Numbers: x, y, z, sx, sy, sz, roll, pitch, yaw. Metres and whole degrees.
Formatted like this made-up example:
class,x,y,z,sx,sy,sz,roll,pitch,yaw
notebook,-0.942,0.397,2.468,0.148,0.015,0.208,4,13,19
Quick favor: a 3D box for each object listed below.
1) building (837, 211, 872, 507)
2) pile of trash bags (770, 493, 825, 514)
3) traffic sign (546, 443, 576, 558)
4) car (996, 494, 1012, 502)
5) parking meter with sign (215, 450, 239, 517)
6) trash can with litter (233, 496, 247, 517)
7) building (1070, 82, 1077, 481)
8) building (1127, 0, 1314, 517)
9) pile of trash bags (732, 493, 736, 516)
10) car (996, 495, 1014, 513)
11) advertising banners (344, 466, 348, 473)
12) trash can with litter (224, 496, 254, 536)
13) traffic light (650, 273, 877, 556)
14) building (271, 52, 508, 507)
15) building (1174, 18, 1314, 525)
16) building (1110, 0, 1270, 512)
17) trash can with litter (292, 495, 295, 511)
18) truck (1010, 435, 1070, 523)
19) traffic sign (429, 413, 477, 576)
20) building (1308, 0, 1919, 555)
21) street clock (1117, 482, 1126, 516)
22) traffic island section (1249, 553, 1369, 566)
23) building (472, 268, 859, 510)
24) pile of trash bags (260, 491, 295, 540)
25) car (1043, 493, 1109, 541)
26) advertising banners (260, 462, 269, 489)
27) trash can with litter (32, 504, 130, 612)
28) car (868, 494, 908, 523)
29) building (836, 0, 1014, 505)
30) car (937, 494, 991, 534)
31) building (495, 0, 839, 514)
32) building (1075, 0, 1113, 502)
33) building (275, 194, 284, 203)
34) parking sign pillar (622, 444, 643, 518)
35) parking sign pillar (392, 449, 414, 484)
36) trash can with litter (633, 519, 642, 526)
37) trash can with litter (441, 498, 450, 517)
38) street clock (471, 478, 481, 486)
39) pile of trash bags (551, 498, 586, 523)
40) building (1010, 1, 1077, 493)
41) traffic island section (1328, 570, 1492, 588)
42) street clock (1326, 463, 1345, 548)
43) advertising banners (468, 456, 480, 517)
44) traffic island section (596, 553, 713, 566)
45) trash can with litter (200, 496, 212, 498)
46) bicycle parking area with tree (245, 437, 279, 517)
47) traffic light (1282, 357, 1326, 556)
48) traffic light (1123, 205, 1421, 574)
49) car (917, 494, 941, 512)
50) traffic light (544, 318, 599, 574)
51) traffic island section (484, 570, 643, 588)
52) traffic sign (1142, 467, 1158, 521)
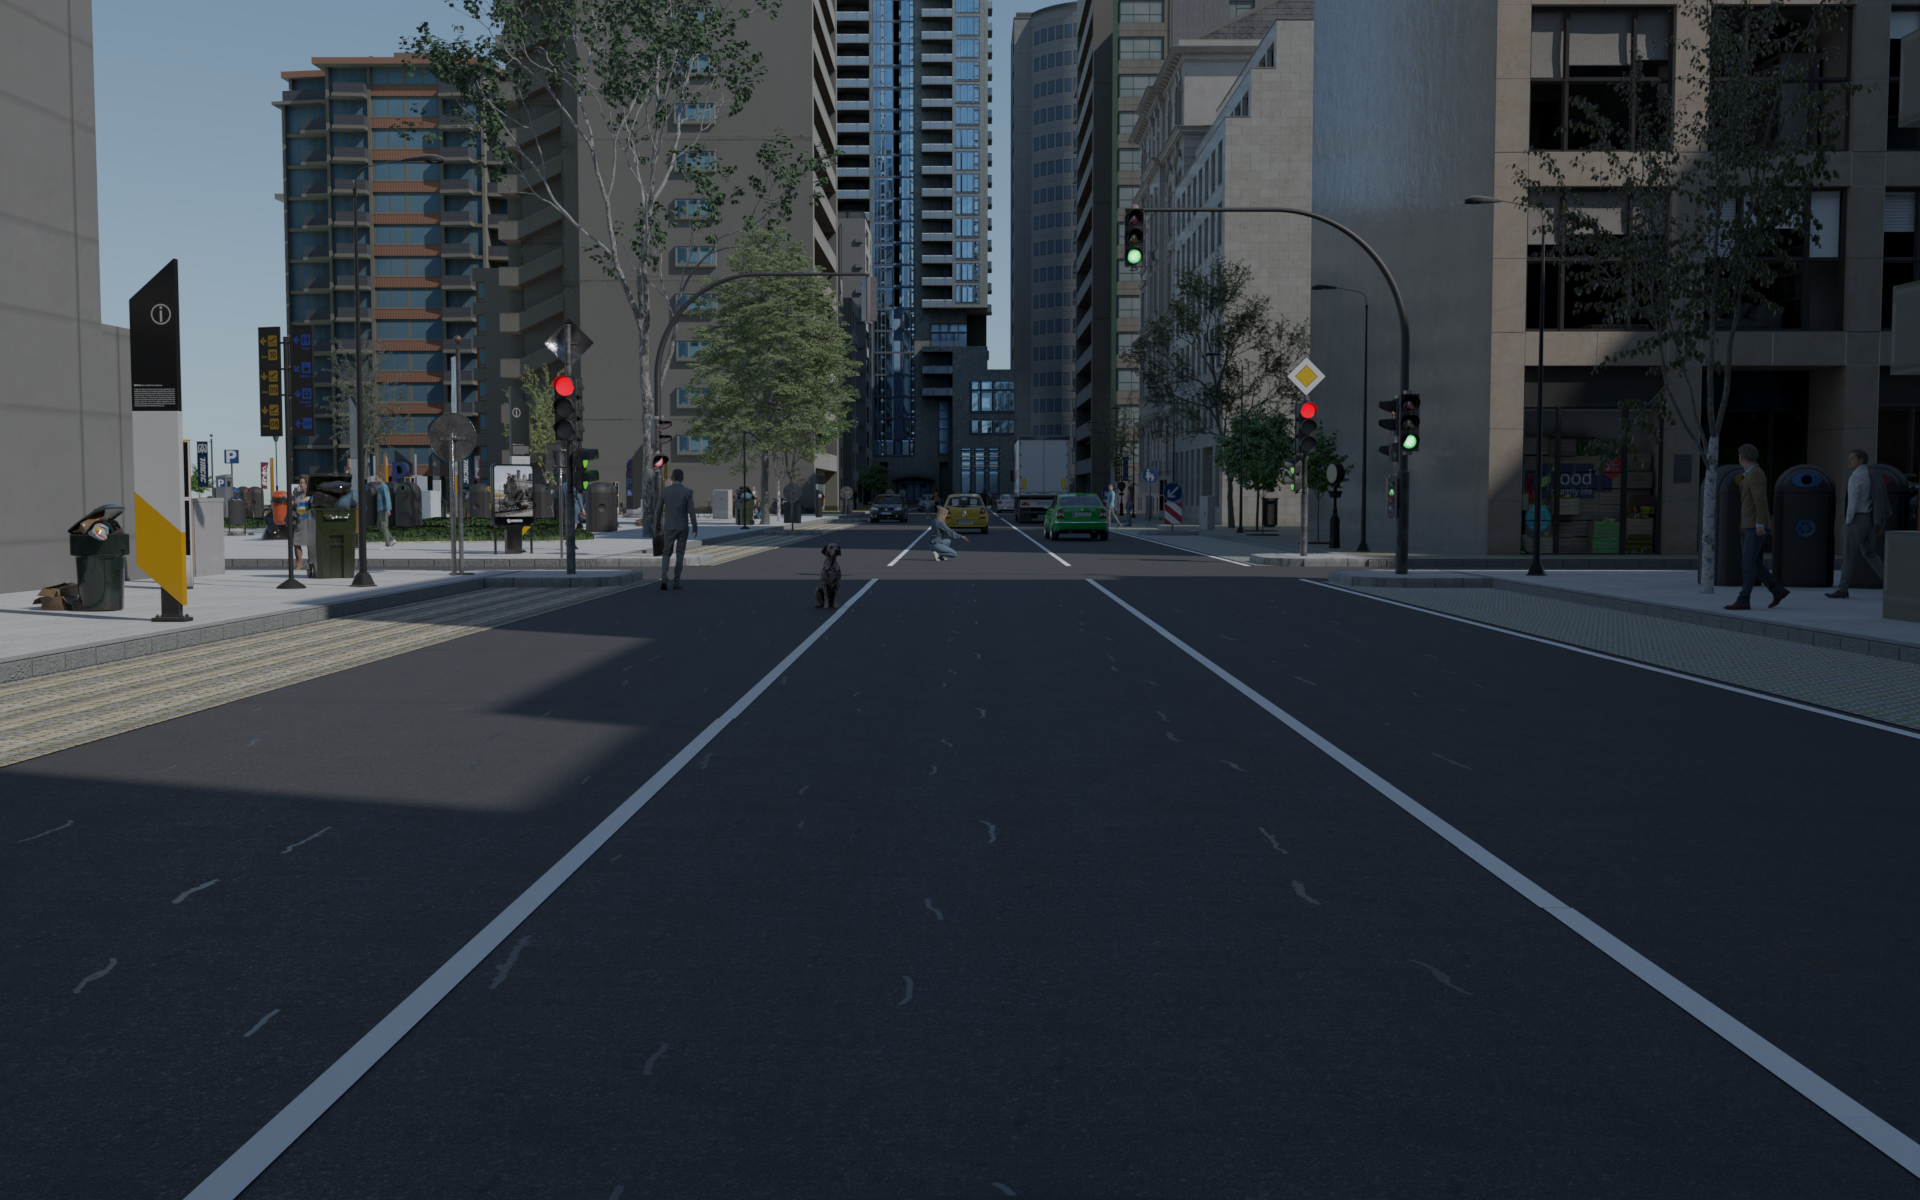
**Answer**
class,x,y,z,sx,sy,sz,roll,pitch,yaw
building,-16.198,-24.886,178.593,14.107,30.474,14.160,0,4,0
pile of trash bags,-10.294,-6.134,110.045,3.447,1.369,1.912,-1,4,-14
traffic sign,-7.977,-1.988,34.629,0.606,2.300,0.079,0,4,6
car,4.104,-8.375,148.932,2.014,1.417,4.499,0,3,0
parking meter with sign,-28.559,-4.337,67.179,0.543,3.016,1.738,0,4,-1
trash can with litter,-34.870,-4.441,84.005,1.055,1.170,0.624,2,4,34
building,22.478,-31.571,170.810,22.147,44.769,28.867,0,4,0
building,17.401,-19.014,98.262,14.401,28.519,23.554,0,4,0
pile of trash bags,-13.486,-5.632,101.830,1.912,1.369,3.447,-1,4,-9
car,3.740,-7.241,130.752,2.083,1.381,4.827,0,4,2
advertising banners,-38.882,-6.850,108.184,0.090,3.025,2.074,3,5,40
trash can with litter,-22.687,-2.584,53.305,1.678,1.210,2.233,3,5,43
traffic light,-4.097,-3.731,35.676,4.771,5.953,1.251,0,4,0
building,-51.833,-31.821,174.892,28.867,44.769,22.147,0,4,0
building,15.894,-13.676,78.349,10.420,20.320,16.860,0,4,0
building,17.994,-27.109,126.821,14.154,41.232,14.086,0,4,0
trash can with litter,-39.634,-5.597,102.570,1.678,1.210,2.233,-1,4,-15
truck,4.046,-6.074,88.226,2.839,4.237,11.283,0,4,1
traffic sign,-7.944,-1.652,27.117,0.768,2.556,0.104,0,4,6
building,28.116,-14.715,45.112,34.151,26.468,19.350,0,4,0
street clock,9.428,-5.905,101.119,0.471,2.002,0.358,-2,4,-27
traffic island section,7.112,-0.822,35.728,2.009,0.180,2.903,0,4,0
building,-23.359,-18.470,147.029,27.650,21.520,28.899,0,4,0
pile of trash bags,-18.752,-2.383,48.717,1.912,1.369,3.447,-1,4,-9
car,3.639,-2.804,54.650,1.959,1.807,4.718,0,4,-1
advertising banners,-38.258,-5.966,93.738,0.090,3.025,2.074,2,4,30
trash can with litter,-9.685,-0.467,19.017,1.055,1.170,0.624,1,4,11
car,-3.580,-4.747,87.407,2.009,1.686,4.222,0,4,2
building,-9.315,-54.581,205.077,31.000,86.520,22.319,0,4,0
car,0.158,-3.255,63.448,2.015,1.641,3.980,0,4,-1
building,-20.008,-30.415,120.988,21.300,48.544,21.600,0,4,0
building,21.041,-31.894,145.169,21.300,48.544,21.600,0,4,0
building,-66.878,-31.781,211.495,23.993,40.220,32.217,0,4,0
parking sign pillar,-17.526,-6.421,93.455,1.447,3.967,1.447,1,4,18
parking sign pillar,-33.425,-7.059,103.892,1.447,3.967,1.447,1,4,22
trash can with litter,-12.438,-3.502,68.647,1.055,1.170,0.624,1,4,8
trash can with litter,-26.203,-4.712,88.428,1.055,1.170,0.624,-1,4,-9
street clock,-21.363,-4.387,76.300,0.471,2.002,0.358,2,4,27
pile of trash bags,-17.290,-4.132,77.310,1.912,1.369,3.447,-2,4,-26
building,20.289,-40.583,205.528,28.212,58.520,21.231,0,4,0
traffic island section,7.081,-0.334,27.743,2.009,0.180,2.903,0,4,0
street clock,8.855,-2.221,40.885,0.358,2.002,0.471,-1,4,-21
advertising banners,-22.569,-5.103,79.627,2.074,3.025,0.090,3,5,44
traffic island section,-6.229,-0.826,35.784,2.009,0.180,2.903,0,4,0
trash can with litter,-47.921,-6.032,110.017,0.624,1.170,1.055,2,4,26
bicycle parking area with tree,-33.820,-5.615,78.808,8.231,4.147,9.016,1,4,11
traffic light,7.072,-2.856,35.614,0.839,4.253,0.868,0,4,0
traffic light,4.949,-3.231,27.496,4.771,5.953,1.251,0,4,0
car,-2.521,-8.059,143.774,2.014,1.417,4.499,0,4,2
traffic light,-6.220,-2.370,27.664,0.839,4.253,0.868,0,4,0
traffic island section,-6.260,-0.338,27.799,2.009,0.180,2.903,0,4,0
traffic sign,8.977,-5.000,81.859,0.768,2.556,0.104,0,4,5
